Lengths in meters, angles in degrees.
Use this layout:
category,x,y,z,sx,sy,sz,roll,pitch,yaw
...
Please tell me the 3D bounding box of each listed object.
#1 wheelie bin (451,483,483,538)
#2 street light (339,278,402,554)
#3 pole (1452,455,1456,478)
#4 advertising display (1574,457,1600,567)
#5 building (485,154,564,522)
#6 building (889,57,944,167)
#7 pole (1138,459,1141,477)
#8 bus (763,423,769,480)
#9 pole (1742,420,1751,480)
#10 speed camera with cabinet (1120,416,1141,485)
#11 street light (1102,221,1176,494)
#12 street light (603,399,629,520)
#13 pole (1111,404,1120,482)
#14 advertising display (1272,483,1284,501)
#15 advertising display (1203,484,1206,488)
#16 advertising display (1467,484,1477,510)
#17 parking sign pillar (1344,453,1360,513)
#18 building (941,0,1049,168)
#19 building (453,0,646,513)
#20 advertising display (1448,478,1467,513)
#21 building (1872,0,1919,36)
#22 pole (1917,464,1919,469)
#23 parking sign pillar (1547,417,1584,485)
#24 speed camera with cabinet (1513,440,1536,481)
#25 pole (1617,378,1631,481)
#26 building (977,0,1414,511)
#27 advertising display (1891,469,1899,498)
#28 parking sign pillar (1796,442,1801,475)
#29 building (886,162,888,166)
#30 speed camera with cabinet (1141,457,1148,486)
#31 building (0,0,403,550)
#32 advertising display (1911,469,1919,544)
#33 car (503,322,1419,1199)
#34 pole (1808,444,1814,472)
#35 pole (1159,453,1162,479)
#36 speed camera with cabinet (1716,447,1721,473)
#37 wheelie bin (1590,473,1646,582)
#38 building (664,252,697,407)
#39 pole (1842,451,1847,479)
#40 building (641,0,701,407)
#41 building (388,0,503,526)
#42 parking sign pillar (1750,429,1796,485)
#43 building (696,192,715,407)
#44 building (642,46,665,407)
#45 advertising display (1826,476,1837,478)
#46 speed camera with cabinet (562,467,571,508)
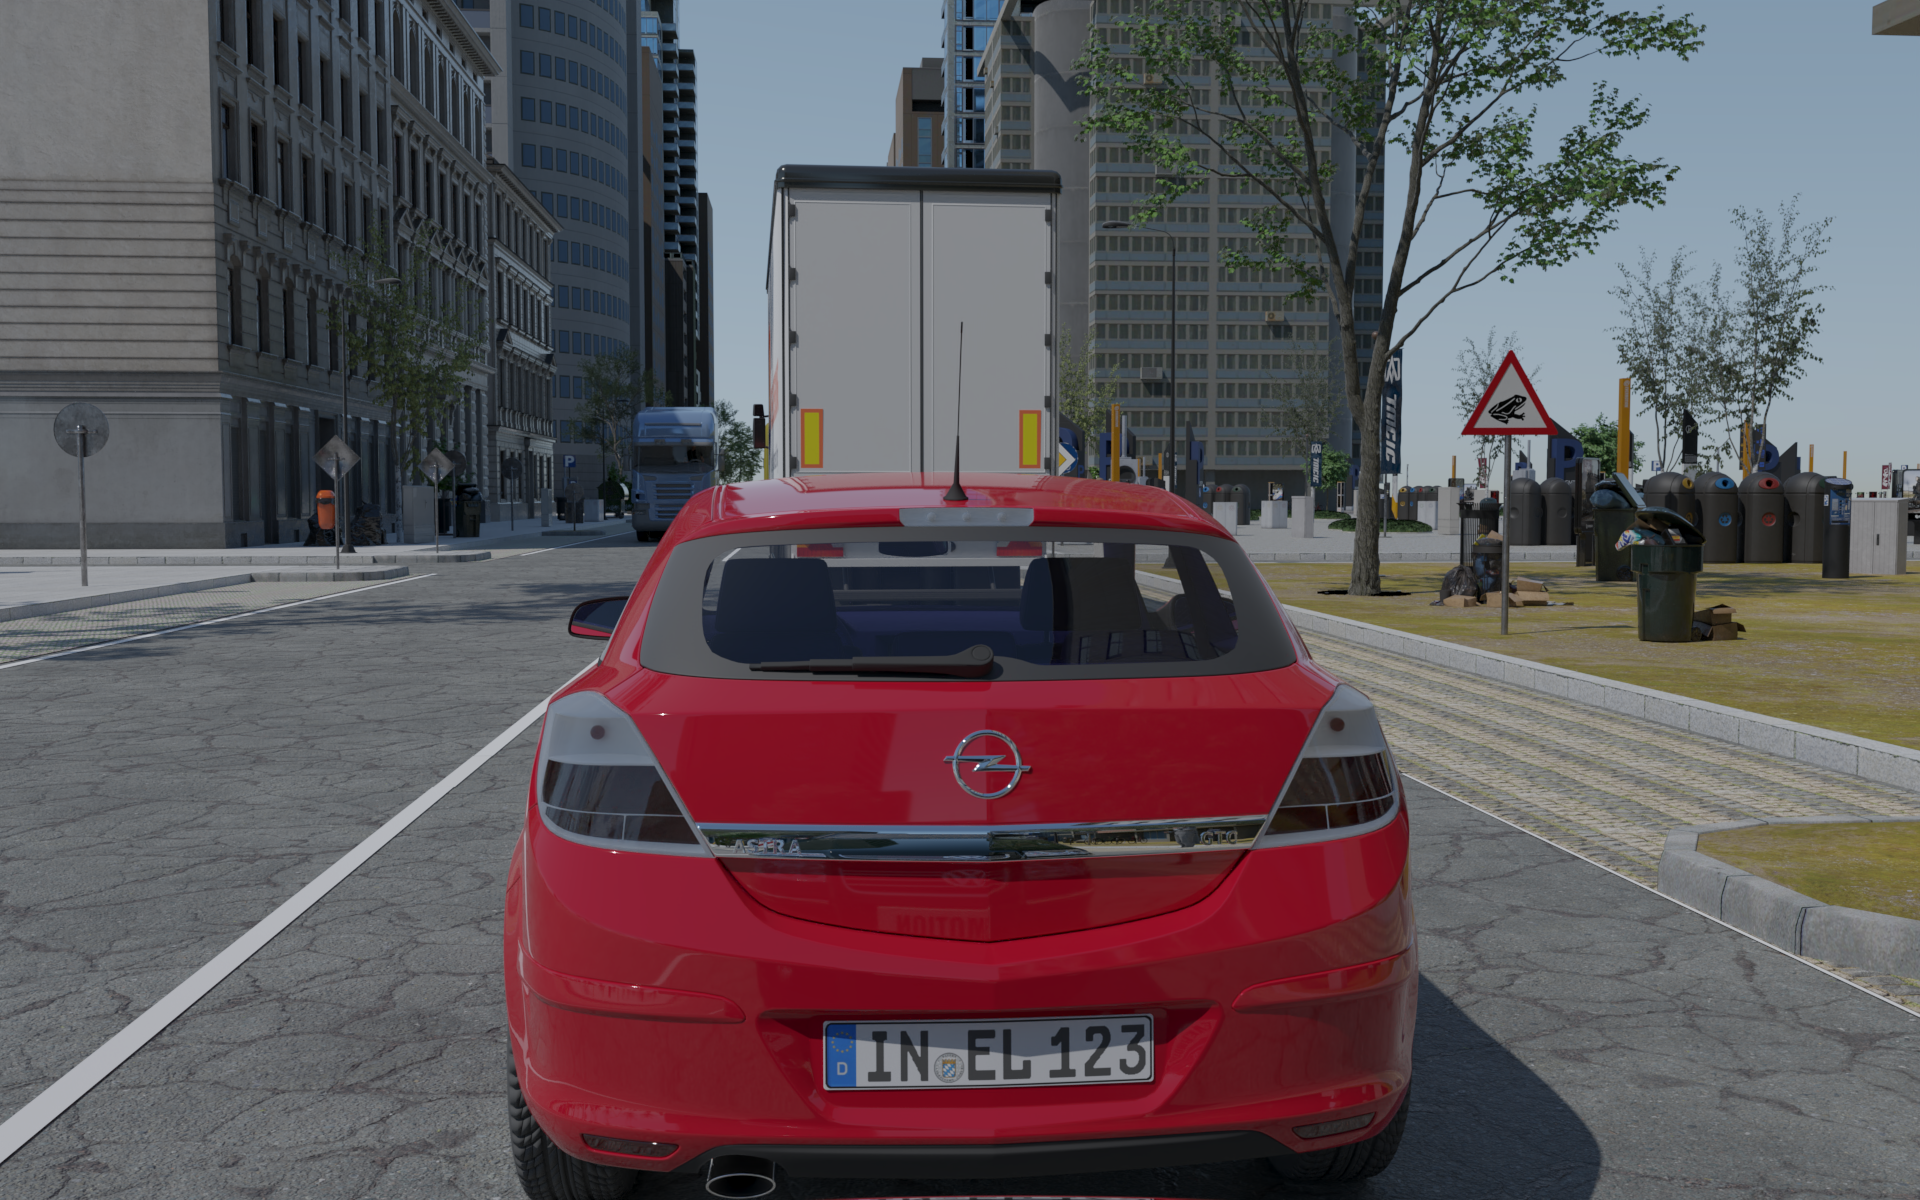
category,x,y,z,sx,sy,sz,roll,pitch,yaw
wheelie bin,-14.572,-2.656,51.335,0.693,1.594,0.980,3,5,41
street light,-12.713,-3.966,37.385,1.470,5.913,1.316,0,4,-5
pole,26.100,-5.977,91.562,0.158,3.312,0.155,0,3,0
advertising display,11.148,-1.565,30.799,0.123,1.923,0.974,3,4,38
building,-26.778,-13.675,88.210,10.561,19.102,19.286,0,4,-5
building,0.612,-32.388,179.647,14.600,45.320,14.200,0,4,-5
pole,10.346,-6.510,100.285,0.158,3.312,0.155,0,3,0
bus,-5.023,-3.961,56.315,2.896,3.916,12.252,0,4,-6
pole,21.548,-3.280,47.467,0.158,3.312,0.155,0,3,0
speed camera with cabinet,3.441,-3.012,43.580,2.038,3.252,0.660,0,4,4
street light,3.111,-3.494,29.669,1.470,5.913,1.316,0,4,-5
street light,-16.933,-6.878,85.002,1.470,5.913,1.316,0,4,-5
pole,3.531,-2.783,39.346,0.158,3.312,0.155,0,3,0
advertising display,19.035,-6.020,103.643,0.123,1.923,0.974,-2,4,-28
advertising display,15.198,-6.303,108.273,0.123,1.923,0.974,0,4,-7
advertising display,31.163,-6.168,106.061,0.974,1.923,0.123,1,4,11
parking sign pillar,26.137,-7.748,115.160,1.447,3.967,1.447,3,4,36
building,7.050,-51.596,156.260,22.319,86.520,31.000,0,4,-5
building,-34.728,-35.620,124.379,21.231,58.520,28.212,0,4,-5
advertising display,19.949,-3.942,69.663,0.974,1.923,0.123,-3,5,-40
building,25.038,-25.612,8.003,28.713,52.752,27.495,0,4,-5
pole,64.031,-7.459,115.799,0.158,3.312,0.155,0,3,0
parking sign pillar,21.337,-4.432,60.933,1.447,3.967,1.447,-1,4,-14
speed camera with cabinet,21.155,-4.249,63.806,2.038,3.252,0.660,-3,5,-40
pole,11.693,-2.245,30.553,0.158,3.312,0.155,0,3,0
building,14.694,-26.845,130.795,32.217,40.220,23.993,0,4,-5
advertising display,24.648,-2.462,45.466,0.123,1.923,0.974,3,5,43
parking sign pillar,43.141,-6.224,90.233,1.447,3.967,1.447,-1,4,-18
building,0.334,-37.546,233.482,23.786,49.044,30.456,0,4,-5
speed camera with cabinet,9.370,-6.027,92.878,0.660,3.252,2.038,-1,4,-23
building,-22.548,-12.170,48.123,9.793,20.994,18.267,0,4,-5
advertising display,24.479,-2.374,44.025,0.974,1.923,0.123,2,4,33
car,-0.117,0.245,5.041,2.155,1.783,4.494,0,4,-4
pole,34.846,-4.717,70.967,0.158,3.312,0.155,0,3,0
pole,10.019,-5.678,86.681,0.158,3.312,0.155,0,3,0
speed camera with cabinet,31.830,-4.840,73.475,0.660,3.252,2.038,1,4,16
wheelie bin,9.698,-1.080,25.574,0.693,1.594,0.980,2,4,32
building,-38.583,-26.456,204.251,14.160,30.474,14.107,0,4,-5
pole,41.853,-5.391,81.991,0.158,3.312,0.155,0,3,0
building,-44.120,-55.830,225.484,22.319,86.520,31.000,0,4,-5
building,-24.951,-14.573,67.144,11.050,23.489,19.941,0,4,-5
parking sign pillar,31.375,-4.842,67.632,1.447,3.967,1.447,-1,4,-14
building,-42.767,-36.660,249.507,14.600,45.320,14.200,0,4,-5
building,-36.690,-31.826,170.458,14.600,45.320,14.200,0,4,-5
advertising display,30.888,-3.444,61.522,0.123,1.923,0.974,0,4,7
speed camera with cabinet,-20.981,-6.046,93.194,0.660,3.252,2.038,-1,4,-19
